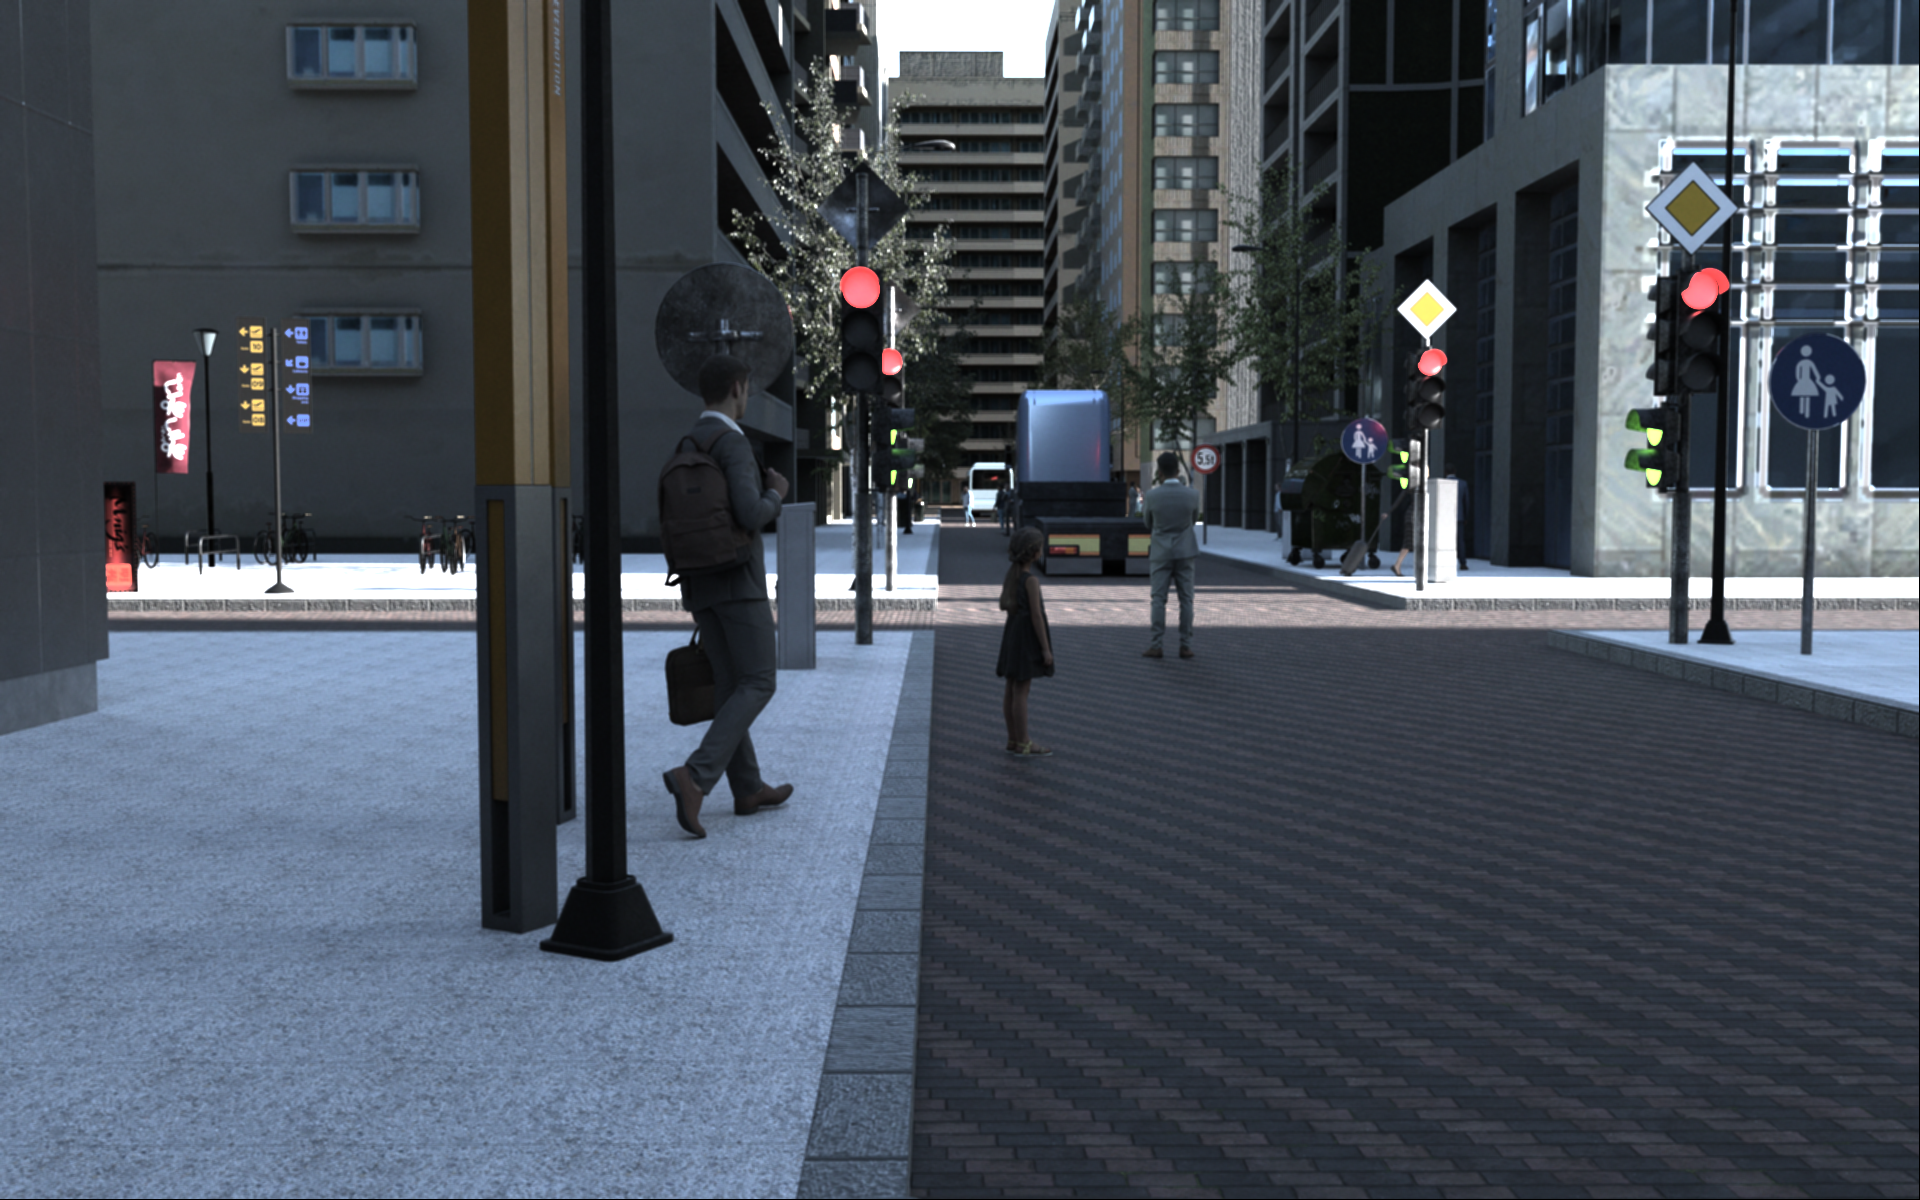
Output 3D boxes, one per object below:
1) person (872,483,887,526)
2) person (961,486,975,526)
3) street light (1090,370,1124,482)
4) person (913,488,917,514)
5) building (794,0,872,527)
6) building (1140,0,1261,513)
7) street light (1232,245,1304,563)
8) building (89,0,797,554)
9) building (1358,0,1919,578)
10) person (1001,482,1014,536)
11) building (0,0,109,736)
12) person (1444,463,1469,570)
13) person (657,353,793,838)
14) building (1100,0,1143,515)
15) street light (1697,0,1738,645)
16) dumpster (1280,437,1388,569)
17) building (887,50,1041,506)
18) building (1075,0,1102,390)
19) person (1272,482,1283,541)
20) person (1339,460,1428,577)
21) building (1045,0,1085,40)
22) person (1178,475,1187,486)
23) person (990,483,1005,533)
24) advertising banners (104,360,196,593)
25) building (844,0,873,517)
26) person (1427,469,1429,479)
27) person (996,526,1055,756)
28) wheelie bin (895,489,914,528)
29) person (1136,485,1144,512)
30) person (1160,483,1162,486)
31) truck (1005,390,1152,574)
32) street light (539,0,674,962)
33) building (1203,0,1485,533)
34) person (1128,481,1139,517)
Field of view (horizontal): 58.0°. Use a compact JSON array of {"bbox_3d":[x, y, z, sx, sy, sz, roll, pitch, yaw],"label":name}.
[{"bbox_3d":[-3.260,-3.908,70.040,0.635,1.810,0.391,-1,4,-20],"label":"person"},{"bbox_3d":[0.374,-4.221,77.784,0.793,1.790,0.793,1,4,15],"label":"person"},{"bbox_3d":[5.563,-5.662,65.109,1.470,5.913,1.316,0,4,-1],"label":"street light"},{"bbox_3d":[-2.806,-6.502,113.278,0.541,1.710,0.530,1,4,9],"label":"person"},{"bbox_3d":[-15.406,-25.980,79.393,22.147,44.769,28.867,0,4,-1],"label":"building"},{"bbox_3d":[16.351,-24.891,90.555,14.154,41.232,14.086,0,4,-1],"label":"building"},{"bbox_3d":[5.764,-3.664,32.445,1.470,5.913,1.316,0,4,-1],"label":"street light"},{"bbox_3d":[-16.020,-25.835,46.098,21.300,48.544,21.600,0,4,-1],"label":"building"},{"bbox_3d":[25.036,-44.181,35.035,31.000,86.520,22.319,0,4,-1],"label":"building"},{"bbox_3d":[1.731,-3.122,59.350,0.655,1.846,0.447,1,4,17],"label":"person"},{"bbox_3d":[-19.945,-11.312,4.018,30.058,24.678,14.314,0,4,-1],"label":"building"},{"bbox_3d":[8.305,-1.404,29.180,0.721,1.800,0.419,0,4,-7],"label":"person"},{"bbox_3d":[-0.943,-0.046,6.764,0.622,1.834,0.822,3,4,38],"label":"person"},{"bbox_3d":[16.499,-28.109,109.699,14.600,45.320,14.200,0,4,-1],"label":"building"},{"bbox_3d":[5.985,-2.582,14.760,1.470,5.913,1.316,0,4,-1],"label":"street light"},{"bbox_3d":[6.533,-1.702,30.320,1.502,2.255,1.985,0,4,-1],"label":"dumpster"},{"bbox_3d":[2.579,-34.857,193.619,21.600,48.544,21.300,0,4,-1],"label":"building"},{"bbox_3d":[20.493,-31.334,131.915,23.786,49.044,30.456,0,4,-1],"label":"building"},{"bbox_3d":[8.741,-2.420,47.423,0.330,1.601,0.589,0,4,-3],"label":"person"},{"bbox_3d":[6.693,-1.255,26.776,1.509,1.804,0.699,1,4,22],"label":"person"},{"bbox_3d":[18.958,-32.744,159.058,21.300,48.544,21.600,0,4,-1],"label":"building"},{"bbox_3d":[6.146,-2.576,48.347,0.526,1.800,0.537,-1,4,-20],"label":"person"},{"bbox_3d":[1.488,-3.386,63.846,0.794,1.824,0.713,-1,4,-23],"label":"person"},{"bbox_3d":[-10.979,-1.605,22.425,2.074,3.025,0.090,-1,4,-19],"label":"advertising banners"},{"bbox_3d":[-16.698,-48.847,111.325,22.319,86.520,31.000,0,4,-1],"label":"building"},{"bbox_3d":[8.790,-1.605,32.557,0.573,1.790,0.520,-2,4,-32],"label":"person"},{"bbox_3d":[0.372,0.220,9.576,0.373,1.253,0.362,-1,4,-20],"label":"person"},{"bbox_3d":[-2.170,-3.579,66.430,0.693,1.594,0.980,-1,4,-15],"label":"wheelie bin"},{"bbox_3d":[8.779,-4.789,85.188,0.563,1.720,0.643,1,4,11],"label":"person"},{"bbox_3d":[6.758,-3.175,58.162,0.583,1.804,0.606,-3,5,-45],"label":"person"},{"bbox_3d":[2.678,-3.015,39.059,2.967,4.110,18.799,0,4,0],"label":"truck"},{"bbox_3d":[-0.462,-1.970,4.747,1.470,5.913,1.316,0,4,-1],"label":"street light"},{"bbox_3d":[20.449,-38.025,59.955,20.563,71.187,20.611,0,4,-1],"label":"building"},{"bbox_3d":[7.195,-3.996,71.553,0.466,1.800,0.511,-2,4,-35],"label":"person"}]
